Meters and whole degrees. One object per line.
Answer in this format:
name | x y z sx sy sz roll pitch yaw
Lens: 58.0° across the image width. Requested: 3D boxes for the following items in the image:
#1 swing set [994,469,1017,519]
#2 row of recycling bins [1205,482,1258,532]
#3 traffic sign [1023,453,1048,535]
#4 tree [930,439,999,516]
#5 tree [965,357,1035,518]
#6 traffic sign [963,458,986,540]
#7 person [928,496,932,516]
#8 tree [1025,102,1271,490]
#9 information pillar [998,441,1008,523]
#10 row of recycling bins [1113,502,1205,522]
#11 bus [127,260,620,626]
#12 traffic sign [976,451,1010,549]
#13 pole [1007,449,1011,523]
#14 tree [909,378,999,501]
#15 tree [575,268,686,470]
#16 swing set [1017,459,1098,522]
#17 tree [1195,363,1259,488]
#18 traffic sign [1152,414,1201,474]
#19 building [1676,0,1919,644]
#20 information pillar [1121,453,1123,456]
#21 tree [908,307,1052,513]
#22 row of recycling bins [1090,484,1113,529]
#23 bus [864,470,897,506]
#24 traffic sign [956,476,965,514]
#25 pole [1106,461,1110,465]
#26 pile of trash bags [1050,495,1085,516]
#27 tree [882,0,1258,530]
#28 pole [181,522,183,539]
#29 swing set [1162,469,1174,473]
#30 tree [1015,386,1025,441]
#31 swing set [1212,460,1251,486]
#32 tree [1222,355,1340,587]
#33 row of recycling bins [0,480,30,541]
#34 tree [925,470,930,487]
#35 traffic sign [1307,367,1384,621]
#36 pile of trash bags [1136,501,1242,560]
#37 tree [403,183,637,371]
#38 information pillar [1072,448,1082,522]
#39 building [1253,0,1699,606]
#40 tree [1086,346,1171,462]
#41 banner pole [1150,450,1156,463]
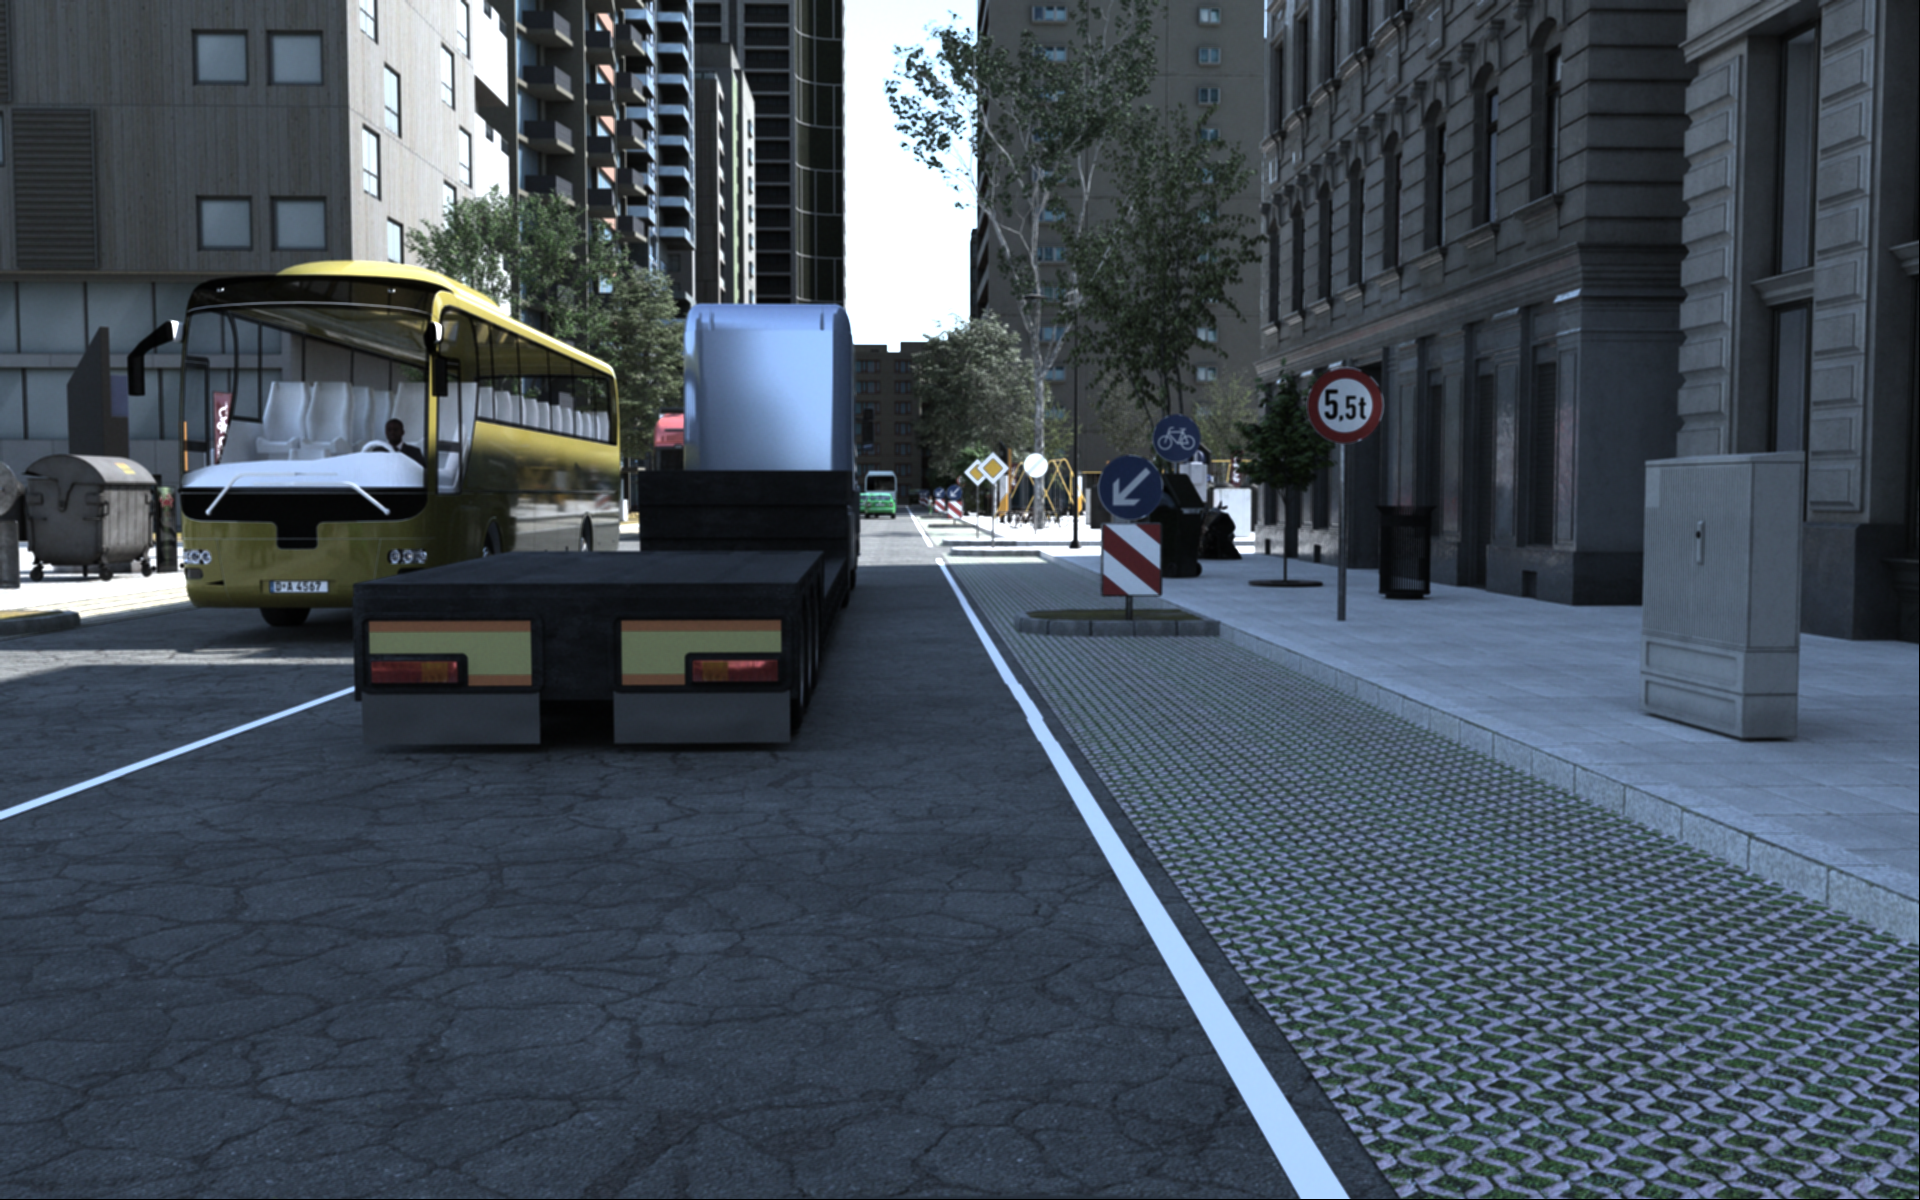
swing set | 3.158 -5.265 83.704 2.862 2.851 3.119 0 4 -6
row of recycling bins | 10.351 -3.188 59.243 3.534 1.692 1.069 -1 4 -10
traffic sign | 2.360 -3.298 54.029 0.768 2.556 0.104 0 4 2
tree | 1.102 -7.332 103.590 4.285 4.588 4.351 0 3 0
tree | 2.123 -8.766 93.684 4.360 8.622 3.978 0 3 0
traffic sign | 0.494 -2.756 48.702 0.795 2.450 0.064 0 4 -2
person | -1.911 -5.985 110.595 0.306 1.304 0.590 1 4 15
tree | 3.634 -4.986 31.884 4.737 8.622 4.395 0 3 0
information pillar | 1.911 -5.180 76.044 0.183 3.616 0.504 -3 5 -41
row of recycling bins | 7.428 -3.354 61.944 3.534 1.692 1.069 0 4 -7
bus | -6.512 -1.869 22.110 2.896 3.916 12.252 0 4 -3
traffic sign | 0.774 -2.268 40.721 0.795 2.450 0.064 0 4 -2
pole | 2.208 -5.133 77.760 0.158 3.312 0.155 0 3 0
tree | 0.127 -11.884 128.709 8.767 10.594 7.601 0 4 8
tree | -16.086 -10.357 87.469 7.486 12.596 7.792 0 3 0
swing set | 4.368 -4.911 77.923 2.862 2.851 3.119 0 4 -8
tree | 15.285 -9.045 98.240 4.360 8.622 3.978 0 3 0
traffic sign | 3.459 -1.690 27.736 0.768 2.556 0.104 0 4 8
building | 12.779 -11.018 9.029 11.050 23.489 19.941 0 4 -2
information pillar | 9.304 -6.642 99.949 0.183 3.616 0.504 -1 4 -21
tree | 1.137 -12.947 118.346 9.857 13.997 8.962 0 3 0
row of recycling bins | 5.984 -3.525 64.742 1.069 1.692 3.534 3 4 37
bus | -6.685 -9.241 145.952 2.948 3.499 13.247 0 4 -3
traffic sign | 0.158 -6.767 110.743 0.768 2.556 0.104 0 4 7
pole | 9.032 -6.852 105.873 0.158 3.312 0.155 0 3 0
pile of trash bags | 6.485 -5.649 102.105 1.912 1.369 3.447 1 4 17
tree | 4.136 -12.563 61.292 12.611 20.169 13.585 0 3 0
pole | -21.833 -3.358 48.740 0.158 3.312 0.155 0 3 0
swing set | 14.086 -6.827 109.238 3.119 2.851 2.862 2 4 34
tree | 5.267 -9.669 108.447 4.737 8.622 4.395 0 3 0
swing set | 12.466 -5.066 80.443 3.119 2.851 2.862 1 4 21
tree | 4.561 -1.823 24.402 1.663 3.219 1.824 0 3 0
row of recycling bins | -24.610 -2.465 47.422 3.534 1.692 1.069 0 4 -3
tree | -1.121 -11.021 163.902 4.285 4.588 4.351 0 3 0
traffic sign | 3.870 -1.063 17.488 0.768 2.556 0.104 0 4 3
pile of trash bags | 4.476 -1.556 35.196 1.912 1.369 3.447 0 4 -5
tree | -14.748 -8.022 56.915 9.928 11.665 9.643 0 3 0
information pillar | 5.479 -5.470 80.791 0.504 3.616 0.183 -3 5 -39
building | 11.396 -10.957 28.302 9.793 20.994 18.267 0 4 -2
tree | 8.021 -8.188 84.241 4.360 8.622 3.978 0 3 0
banner pole | 11.613 -6.948 103.619 0.401 3.779 0.863 2 4 24
